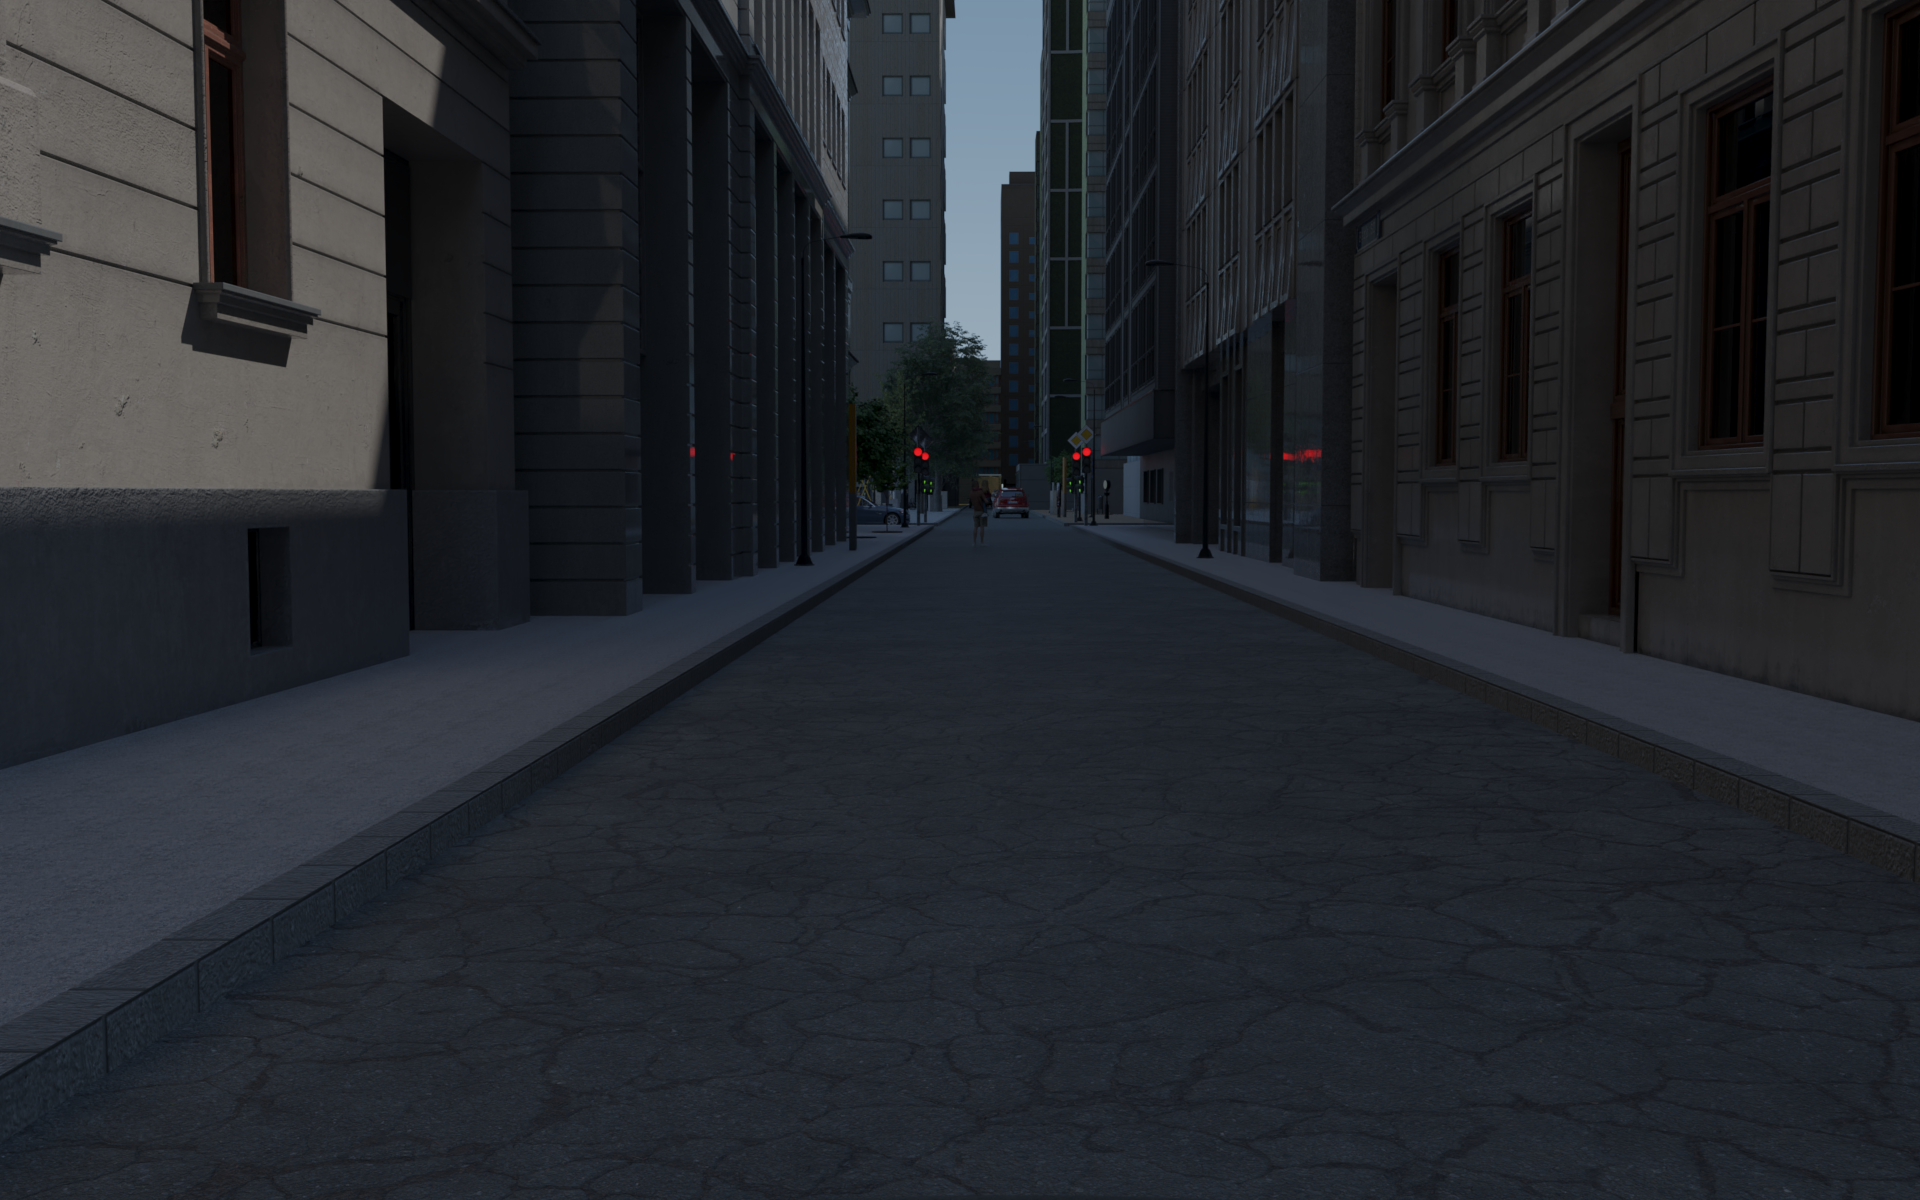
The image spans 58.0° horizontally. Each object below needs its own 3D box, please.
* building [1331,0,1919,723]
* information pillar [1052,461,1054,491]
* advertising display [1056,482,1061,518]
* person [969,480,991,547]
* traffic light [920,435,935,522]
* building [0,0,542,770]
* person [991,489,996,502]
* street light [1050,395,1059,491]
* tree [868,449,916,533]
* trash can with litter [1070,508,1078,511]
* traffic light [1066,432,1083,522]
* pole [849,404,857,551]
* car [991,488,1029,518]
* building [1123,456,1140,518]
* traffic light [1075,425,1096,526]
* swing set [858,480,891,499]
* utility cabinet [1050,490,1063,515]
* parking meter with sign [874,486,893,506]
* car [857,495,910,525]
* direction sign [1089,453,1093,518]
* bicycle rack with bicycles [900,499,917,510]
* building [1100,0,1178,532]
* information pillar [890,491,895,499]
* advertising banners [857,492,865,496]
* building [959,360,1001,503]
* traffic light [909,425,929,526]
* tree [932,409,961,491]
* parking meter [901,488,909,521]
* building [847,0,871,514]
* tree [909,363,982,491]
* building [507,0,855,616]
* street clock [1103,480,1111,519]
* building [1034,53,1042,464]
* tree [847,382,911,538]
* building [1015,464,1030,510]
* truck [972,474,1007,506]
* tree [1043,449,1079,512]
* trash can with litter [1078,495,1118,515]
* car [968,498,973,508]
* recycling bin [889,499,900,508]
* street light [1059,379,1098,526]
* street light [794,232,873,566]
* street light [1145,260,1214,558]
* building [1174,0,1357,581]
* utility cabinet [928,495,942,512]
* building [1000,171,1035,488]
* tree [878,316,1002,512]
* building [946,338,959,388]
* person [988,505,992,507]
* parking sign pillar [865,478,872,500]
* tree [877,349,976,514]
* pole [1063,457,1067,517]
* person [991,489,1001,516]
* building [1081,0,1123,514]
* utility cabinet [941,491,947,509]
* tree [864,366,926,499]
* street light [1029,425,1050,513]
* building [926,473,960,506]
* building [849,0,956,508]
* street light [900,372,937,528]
[{"bbox_3d":[10.417,-10.881,14.060,11.583,22.565,21.152,0,4,1],"label":"building"},{"bbox_3d":[6.656,-8.095,123.708,0.183,3.616,0.504,1,4,9],"label":"information pillar"},{"bbox_3d":[5.420,-5.487,94.924,0.123,1.923,0.974,0,4,-5],"label":"advertising display"},{"bbox_3d":[0.572,-2.381,47.407,0.580,1.828,0.573,-1,4,-11],"label":"person"},{"bbox_3d":[-1.546,-5.462,78.217,0.839,4.253,0.868,0,4,1],"label":"traffic light"},{"bbox_3d":[-10.701,-13.341,5.518,14.401,28.519,23.554,0,4,1],"label":"building"},{"bbox_3d":[3.063,-8.861,153.259,0.514,1.842,0.818,-1,4,-16],"label":"person"},{"bbox_3d":[5.096,-6.659,81.423,1.470,5.913,1.316,0,4,1],"label":"street light"},{"bbox_3d":[-2.514,-3.839,57.376,1.663,3.219,1.824,0,3,0],"label":"tree"},{"bbox_3d":[9.379,-7.400,132.041,2.233,1.210,1.678,2,4,27],"label":"trash can with litter"},{"bbox_3d":[5.215,-5.456,78.129,0.839,4.253,0.868,0,4,1],"label":"traffic light"},{"bbox_3d":[-2.432,-2.780,39.295,0.158,3.312,0.155,0,3,0],"label":"pole"},{"bbox_3d":[3.038,-5.824,103.891,2.281,1.827,5.304,0,4,-1],"label":"car"},{"bbox_3d":[21.912,-30.570,89.059,27.495,52.752,28.713,0,4,1],"label":"building"},{"bbox_3d":[5.091,-4.968,70.145,0.839,4.253,0.868,0,4,1],"label":"traffic light"},{"bbox_3d":[-7.689,-9.398,151.271,2.862,2.851,3.119,1,4,18],"label":"swing set"},{"bbox_3d":[6.038,-5.998,106.753,0.318,1.500,1.173,3,5,45],"label":"utility cabinet"},{"bbox_3d":[-3.602,-5.111,79.831,0.543,3.016,1.738,-2,4,-27],"label":"parking meter with sign"},{"bbox_3d":[-4.382,-3.836,74.724,4.499,1.417,2.014,0,3,0],"label":"car"},{"bbox_3d":[7.213,-6.289,94.820,0.379,3.537,0.876,0,4,-3],"label":"direction sign"},{"bbox_3d":[-4.174,-7.583,137.365,2.925,0.926,2.852,1,4,9],"label":"bicycle rack with bicycles"},{"bbox_3d":[12.549,-16.126,57.168,14.314,27.812,24.014,0,4,1],"label":"building"},{"bbox_3d":[-4.134,-7.054,106.692,0.183,3.616,0.504,-2,4,-35],"label":"information pillar"},{"bbox_3d":[-8.503,-9.152,145.815,2.074,3.025,0.090,3,5,40],"label":"advertising banners"},{"bbox_3d":[-8.634,-24.827,250.956,28.899,21.520,27.650,0,4,1],"label":"building"},{"bbox_3d":[-1.669,-4.973,70.233,0.839,4.253,0.868,0,4,1],"label":"traffic light"},{"bbox_3d":[-1.415,-11.300,135.116,4.360,8.622,3.978,0,3,0],"label":"tree"},{"bbox_3d":[-2.688,-4.792,84.067,0.255,1.863,0.399,-2,4,-30],"label":"parking meter"},{"bbox_3d":[-18.746,-14.032,62.704,30.059,22.955,16.112,0,4,1],"label":"building"},{"bbox_3d":[-1.213,-14.070,148.172,7.486,12.596,7.792,0,3,0],"label":"tree"},{"bbox_3d":[-8.658,-15.571,32.082,11.434,29.767,29.804,0,4,1],"label":"building"},{"bbox_3d":[7.565,-5.175,89.181,0.358,2.002,0.471,-1,4,-19],"label":"street clock"},{"bbox_3d":[14.463,-29.335,163.217,14.154,41.232,14.086,0,4,1],"label":"building"},{"bbox_3d":[-3.106,-4.083,50.476,4.285,4.588,4.351,0,3,0],"label":"tree"},{"bbox_3d":[15.032,-43.012,141.497,20.563,71.187,20.611,0,4,1],"label":"building"},{"bbox_3d":[2.759,-10.553,168.469,3.469,3.379,9.791,0,4,2],"label":"truck"},{"bbox_3d":[7.739,-8.763,126.991,4.285,4.588,4.351,0,3,0],"label":"tree"},{"bbox_3d":[8.845,-5.886,107.289,1.678,1.210,2.233,-2,4,-35],"label":"trash can with litter"},{"bbox_3d":[1.841,-10.182,178.275,2.131,1.459,4.920,0,3,0],"label":"car"},{"bbox_3d":[-3.546,-4.782,90.747,0.722,1.027,0.722,0,4,6],"label":"recycling bin"},{"bbox_3d":[4.859,-5.949,69.800,1.470,5.913,1.316,0,4,1],"label":"street light"},{"bbox_3d":[-2.254,-3.569,30.889,1.470,5.913,1.316,0,4,1],"label":"street light"},{"bbox_3d":[4.372,-3.791,34.517,1.470,5.913,1.316,0,4,1],"label":"street light"},{"bbox_3d":[11.443,-13.239,34.483,12.078,24.808,19.932,0,4,1],"label":"building"},{"bbox_3d":[-1.806,-7.070,126.748,1.020,1.237,0.306,-2,4,-28],"label":"utility cabinet"},{"bbox_3d":[12.808,-36.270,243.122,14.200,45.320,14.600,0,4,1],"label":"building"},{"bbox_3d":[-1.548,-13.385,125.500,9.857,13.997,8.962,0,3,0],"label":"tree"},{"bbox_3d":[-15.118,-22.688,215.993,28.899,21.520,27.650,0,4,1],"label":"building"},{"bbox_3d":[3.181,-10.863,185.978,0.709,1.838,0.599,0,4,-4],"label":"person"},{"bbox_3d":[-7.321,-9.183,138.612,1.447,3.967,1.447,0,4,2],"label":"parking sign pillar"},{"bbox_3d":[-2.699,-10.885,112.377,8.767,10.594,7.601,3,4,37],"label":"tree"},{"bbox_3d":[5.800,-6.250,96.025,0.158,3.312,0.155,0,3,0],"label":"pole"},{"bbox_3d":[2.375,-6.311,112.437,0.760,1.731,0.466,-3,5,-41],"label":"person"},{"bbox_3d":[15.013,-26.367,114.701,14.154,41.232,14.086,0,4,1],"label":"building"},{"bbox_3d":[-1.655,-8.368,145.501,1.173,1.500,0.318,0,4,4],"label":"utility cabinet"},{"bbox_3d":[-3.982,-9.172,100.332,4.737,8.622,4.395,0,3,0],"label":"tree"},{"bbox_3d":[5.631,-8.849,117.219,1.470,5.913,1.316,0,4,1],"label":"street light"},{"bbox_3d":[-10.389,-46.003,190.403,20.563,71.187,20.611,0,4,1],"label":"building"},{"bbox_3d":[-14.975,-35.309,166.533,28.713,52.752,27.495,0,4,1],"label":"building"},{"bbox_3d":[-1.572,-5.726,66.169,1.470,5.913,1.316,0,4,1],"label":"street light"}]
